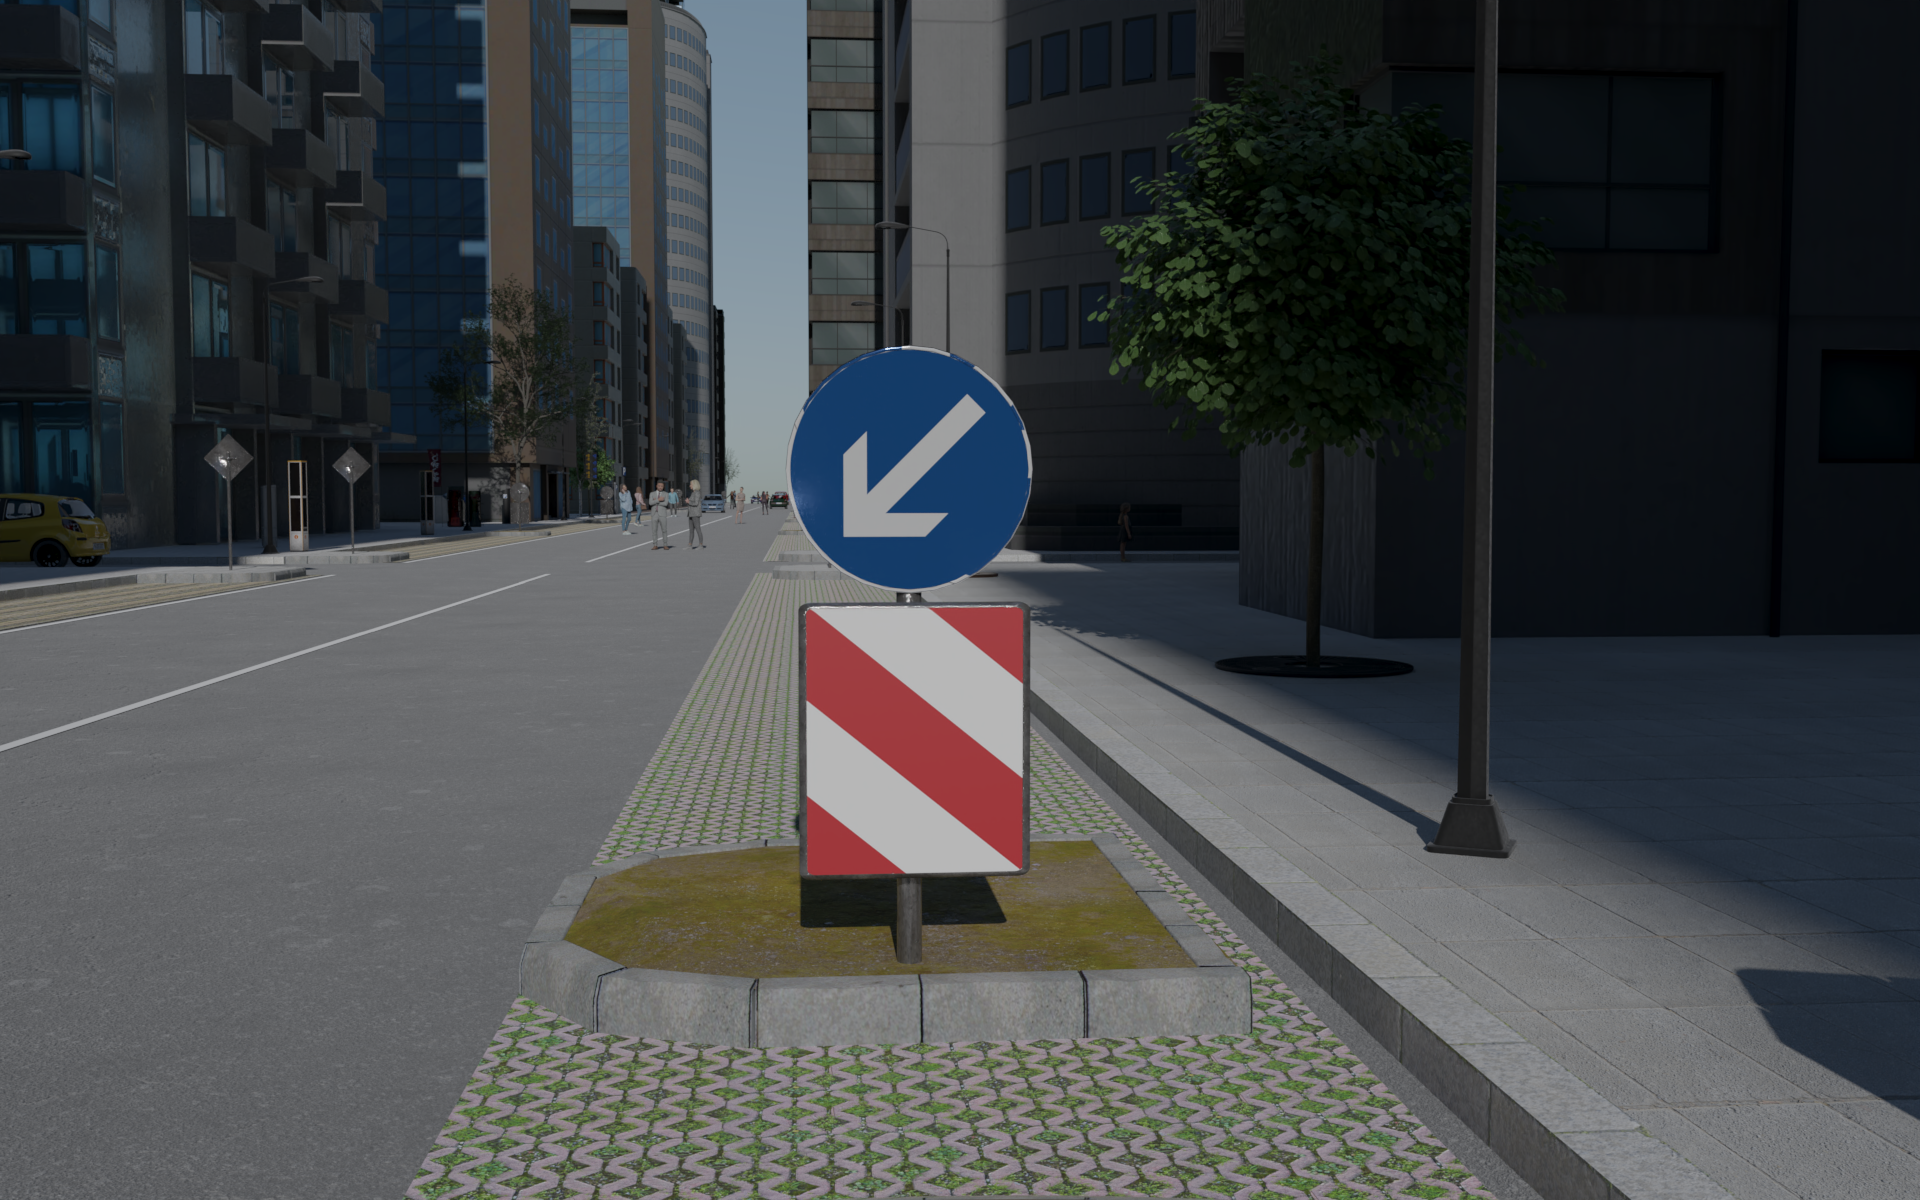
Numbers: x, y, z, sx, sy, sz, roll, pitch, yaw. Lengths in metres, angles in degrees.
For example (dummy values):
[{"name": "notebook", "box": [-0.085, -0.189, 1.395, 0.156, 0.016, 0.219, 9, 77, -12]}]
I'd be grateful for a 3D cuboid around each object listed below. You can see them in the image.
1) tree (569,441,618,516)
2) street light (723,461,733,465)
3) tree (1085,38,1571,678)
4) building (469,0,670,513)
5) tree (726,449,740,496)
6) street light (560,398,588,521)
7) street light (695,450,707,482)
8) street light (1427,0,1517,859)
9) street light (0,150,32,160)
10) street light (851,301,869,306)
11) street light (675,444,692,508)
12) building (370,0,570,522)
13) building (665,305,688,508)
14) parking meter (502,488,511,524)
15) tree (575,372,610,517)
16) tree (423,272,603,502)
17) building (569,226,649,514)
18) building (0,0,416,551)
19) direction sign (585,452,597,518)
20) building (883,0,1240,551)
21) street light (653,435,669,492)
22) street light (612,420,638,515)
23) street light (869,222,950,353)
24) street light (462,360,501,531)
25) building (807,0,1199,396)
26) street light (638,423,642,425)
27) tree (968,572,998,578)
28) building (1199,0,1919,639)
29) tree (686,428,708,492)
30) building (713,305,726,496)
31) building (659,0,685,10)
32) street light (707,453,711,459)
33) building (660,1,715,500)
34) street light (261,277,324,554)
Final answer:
[{"name": "tree", "box": [-22.192, -7.318, 103.363, 4.285, 4.588, 4.351, 0, 3, 0]}, {"name": "street light", "box": [-35.541, -17.939, 265.843, 1.470, 5.913, 1.316, 0, 4, -5]}, {"name": "tree", "box": [2.627, -1.763, 12.535, 4.285, 4.588, 4.351, 0, 3, 0]}, {"name": "building", "box": [-32.400, -30.401, 147.163, 14.600, 45.320, 14.200, 0, 4, -5]}, {"name": "tree", "box": [-36.525, -19.617, 271.104, 4.360, 8.622, 3.978, 0, 3, 0]}, {"name": "street light", "box": [-18.581, -6.786, 83.484, 1.470, 5.913, 1.316, 0, 4, -5]}, {"name": "street light", "box": [-27.974, -12.947, 184.219, 1.470, 5.913, 1.316, 0, 4, -5]}, {"name": "street light", "box": [1.313, -2.049, 6.044, 1.470, 5.913, 1.316, 0, 4, -5]}, {"name": "street light", "box": [-13.231, -3.116, 23.483, 1.470, 5.913, 1.316, 0, 4, -5]}, {"name": "street light", "box": [-1.922, -4.237, 41.812, 1.470, 5.913, 1.316, 0, 4, -5]}, {"name": "street light", "box": [-25.781, -11.486, 160.338, 1.470, 5.913, 1.316, 0, 4, -5]}, {"name": "building", "box": [-26.766, -26.529, 83.862, 14.600, 45.320, 14.200, 0, 4, -5]}, {"name": "building", "box": [-41.440, -19.793, 168.661, 27.650, 21.520, 28.899, 0, 4, -5]}, {"name": "parking meter", "box": [-19.537, -4.046, 74.558, 0.372, 1.533, 0.369, 0, 3, 0]}, {"name": "tree", "box": [-21.751, -9.055, 98.409, 4.360, 8.622, 3.978, 0, 3, 0]}, {"name": "tree", "box": [-19.108, -8.529, 73.867, 8.767, 10.594, 7.601, 1, 4, 12]}, {"name": "building", "box": [-37.887, -17.135, 125.204, 27.650, 21.520, 28.899, 0, 4, -5]}, {"name": "building", "box": [-29.817, -26.263, 49.003, 23.786, 49.044, 30.456, 0, 4, -5]}, {"name": "direction sign", "box": [-19.923, -6.215, 93.608, 0.379, 3.537, 0.876, 2, 4, 29]}, {"name": "building", "box": [12.339, -30.924, 47.603, 28.212, 58.520, 21.231, 0, 4, -5]}, {"name": "street light", "box": [-23.721, -10.067, 137.141, 1.470, 5.913, 1.316, 0, 4, -5]}, {"name": "street light", "box": [-21.063, -8.280, 107.915, 1.470, 5.913, 1.316, 0, 4, -5]}, {"name": "street light", "box": [-0.744, -3.499, 29.753, 1.470, 5.913, 1.316, 0, 4, -5]}, {"name": "street light", "box": [-16.641, -5.366, 60.276, 1.470, 5.913, 1.316, 0, 4, -5]}, {"name": "building", "box": [0.905, -18.217, 69.544, 14.160, 30.474, 14.107, 0, 4, -5]}, {"name": "street light", "box": [-21.529, -8.617, 113.434, 1.470, 5.913, 1.316, 0, 4, -5]}, {"name": "tree", "box": [0.183, -1.980, 26.980, 1.663, 3.219, 1.824, 0, 3, 0]}, {"name": "building", "box": [10.030, -15.301, 21.878, 14.160, 30.474, 14.107, 0, 4, -5]}, {"name": "tree", "box": [-29.436, -14.468, 186.906, 4.360, 8.622, 3.978, 0, 3, 0]}, {"name": "building", "box": [-42.590, -29.861, 259.930, 14.160, 30.474, 14.107, 0, 4, -5]}, {"name": "building", "box": [-44.930, -56.436, 235.398, 22.319, 86.520, 31.000, 0, 4, -5]}, {"name": "street light", "box": [-29.045, -13.652, 195.743, 1.470, 5.913, 1.316, 0, 4, -5]}, {"name": "building", "box": [-40.785, -40.670, 206.958, 21.231, 58.520, 28.212, 0, 4, -5]}, {"name": "street light", "box": [-14.290, -3.949, 37.105, 1.470, 5.913, 1.316, 0, 4, -5]}]
